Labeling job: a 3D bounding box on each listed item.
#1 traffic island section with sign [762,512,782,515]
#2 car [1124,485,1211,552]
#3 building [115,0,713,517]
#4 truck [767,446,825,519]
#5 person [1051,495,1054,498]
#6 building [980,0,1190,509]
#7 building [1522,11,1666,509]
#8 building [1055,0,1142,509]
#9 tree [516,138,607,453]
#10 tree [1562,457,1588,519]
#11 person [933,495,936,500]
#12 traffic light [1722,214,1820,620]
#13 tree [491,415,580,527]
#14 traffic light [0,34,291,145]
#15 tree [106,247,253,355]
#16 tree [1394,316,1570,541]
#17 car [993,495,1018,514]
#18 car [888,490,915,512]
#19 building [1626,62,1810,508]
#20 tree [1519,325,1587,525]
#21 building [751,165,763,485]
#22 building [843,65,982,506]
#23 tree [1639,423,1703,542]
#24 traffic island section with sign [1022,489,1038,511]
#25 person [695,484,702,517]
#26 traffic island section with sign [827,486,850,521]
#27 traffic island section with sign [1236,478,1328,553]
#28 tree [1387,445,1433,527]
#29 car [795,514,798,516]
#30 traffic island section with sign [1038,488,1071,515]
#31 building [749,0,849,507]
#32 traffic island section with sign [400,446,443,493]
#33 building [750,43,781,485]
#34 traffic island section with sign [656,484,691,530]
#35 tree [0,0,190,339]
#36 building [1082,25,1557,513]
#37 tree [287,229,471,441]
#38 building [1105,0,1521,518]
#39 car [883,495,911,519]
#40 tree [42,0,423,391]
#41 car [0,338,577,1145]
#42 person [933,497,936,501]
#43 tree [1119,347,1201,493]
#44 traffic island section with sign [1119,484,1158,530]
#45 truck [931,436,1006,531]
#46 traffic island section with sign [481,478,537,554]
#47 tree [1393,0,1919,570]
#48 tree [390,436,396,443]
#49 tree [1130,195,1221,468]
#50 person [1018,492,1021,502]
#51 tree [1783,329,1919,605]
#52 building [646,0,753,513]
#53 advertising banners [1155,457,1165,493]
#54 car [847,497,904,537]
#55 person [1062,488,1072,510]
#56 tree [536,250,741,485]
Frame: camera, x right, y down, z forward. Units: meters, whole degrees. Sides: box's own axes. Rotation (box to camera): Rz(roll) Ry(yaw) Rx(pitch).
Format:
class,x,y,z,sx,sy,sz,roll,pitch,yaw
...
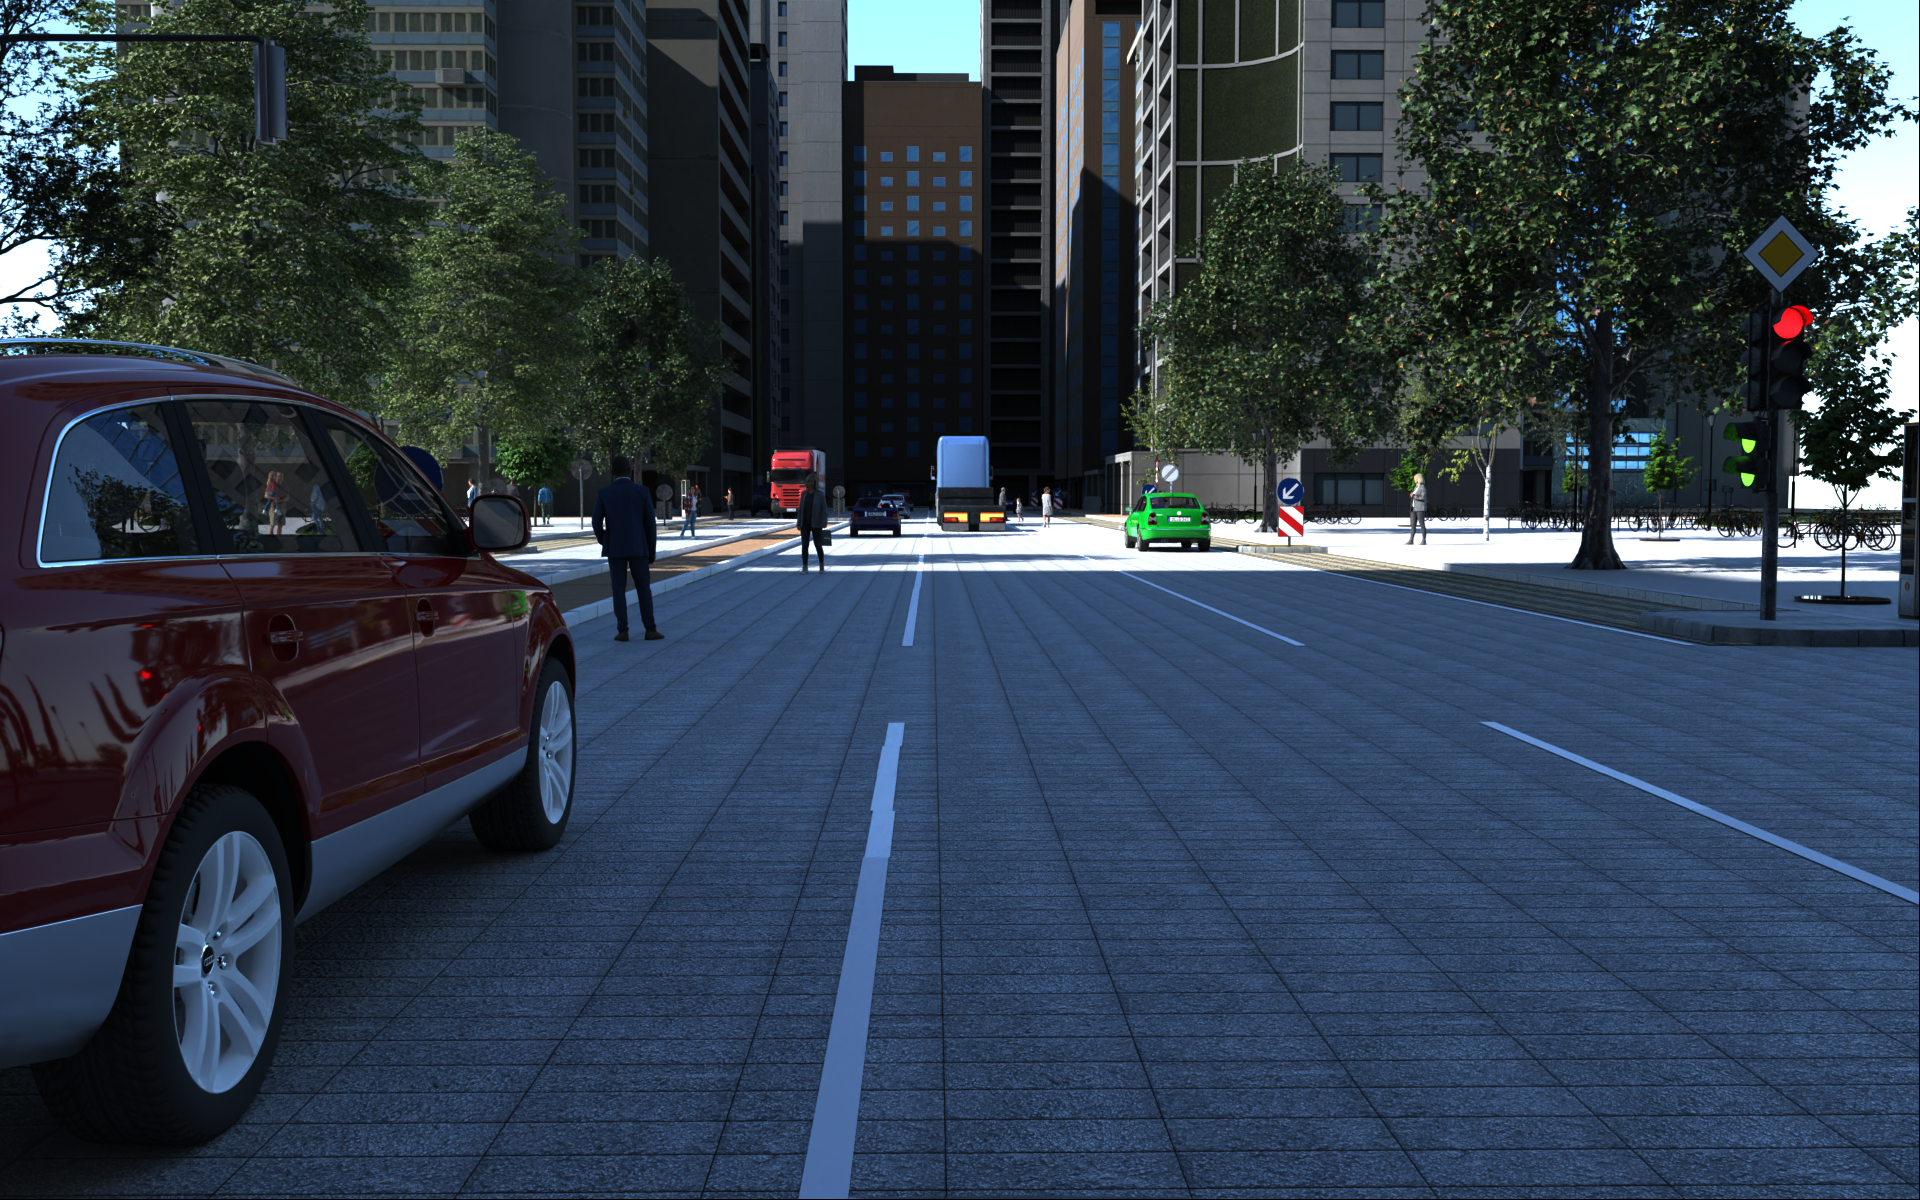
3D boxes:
class,x,y,z,sx,sy,sz,roll,pitch,yaw
traffic island section with sign,-12.613,-6.787,119.598,1.989,1.847,2.006,0,4,-1
car,5.297,-2.184,44.512,1.959,1.807,4.718,0,4,-1
building,-32.096,-25.234,104.459,32.217,40.220,23.993,0,4,-1
truck,-9.650,-7.009,103.510,2.839,4.237,11.283,0,4,0
person,9.647,-10.026,169.976,1.348,1.822,0.705,0,4,-8
building,12.560,-45.758,186.397,20.611,71.187,20.563,0,4,-1
building,45.877,-51.524,155.088,31.000,86.520,22.319,0,4,-1
building,16.282,-31.208,160.364,14.600,45.320,14.200,0,4,-1
tree,-14.505,-8.309,53.976,7.486,12.596,7.792,0,3,0
tree,31.607,-5.816,89.688,1.663,3.219,1.824,0,3,0
person,-1.683,-7.788,136.621,0.721,1.735,1.217,-3,5,-44
traffic light,8.223,-1.751,17.554,0.839,4.253,0.868,0,4,-1
tree,-16.652,-5.151,67.939,4.285,4.588,4.351,0,3,0
traffic light,-9.145,-2.607,17.291,4.771,5.953,1.251,0,4,-1
tree,-22.767,-6.075,49.689,4.737,8.622,4.395,0,3,0
tree,14.545,-5.930,47.319,4.737,8.622,4.395,0,3,0
car,3.349,-6.940,126.052,1.945,1.354,3.894,0,4,-2
car,-4.886,-8.266,143.816,2.281,1.827,5.304,0,4,-2
building,68.348,-29.204,161.073,14.086,41.232,14.154,0,4,-1
tree,25.035,-7.368,70.829,4.360,8.622,3.978,0,3,0
building,-24.354,-22.869,145.616,14.160,30.474,14.107,0,4,-1
building,-4.948,-32.697,184.706,14.200,45.320,14.600,0,4,-1
tree,18.978,-3.206,47.023,1.663,3.219,1.824,0,3,0
traffic island section with sign,6.159,-8.465,147.036,1.989,1.847,2.006,0,4,-1
person,-14.494,-5.478,95.635,0.705,1.821,1.348,-2,4,-30
traffic island section with sign,-6.481,-5.144,92.238,2.006,1.907,1.989,0,4,-1
traffic island section with sign,7.860,-2.078,42.604,1.989,1.847,2.006,0,4,-1
tree,17.693,-4.514,68.413,1.663,3.219,1.824,0,3,0
car,-10.061,-6.296,112.721,2.009,1.686,4.222,0,4,-1
traffic island section with sign,6.605,-6.792,119.675,1.989,1.847,2.006,0,4,-1
building,-26.197,-39.432,186.707,28.212,58.520,21.231,0,4,-1
traffic island section with sign,-5.246,-0.549,17.110,2.006,1.907,1.989,0,4,-1
building,-23.846,-29.140,160.032,14.086,41.232,14.154,0,4,-1
traffic island section with sign,-11.787,-3.694,69.030,1.989,1.847,2.006,0,4,-1
tree,-14.514,-5.475,23.931,8.767,10.594,7.601,2,4,29
building,25.673,-26.543,125.856,32.217,40.220,23.993,0,4,-1
tree,-23.067,-8.755,68.900,9.928,11.665,9.643,0,3,0
building,19.940,-40.587,101.847,20.563,71.187,20.611,0,4,-1
car,-3.812,-5.381,99.974,2.014,1.417,4.499,0,4,0
tree,-13.742,-7.048,33.364,7.486,12.596,7.792,0,3,0
car,-2.629,0.203,5.357,2.281,1.827,5.304,0,3,0
person,-1.516,-7.991,139.245,1.348,1.812,0.705,-2,4,-29
tree,10.053,-8.139,83.438,4.737,8.622,4.395,0,3,0
traffic island section with sign,7.420,-3.726,69.555,1.989,1.847,2.006,0,4,-1
truck,0.296,-5.191,74.626,2.967,4.110,18.799,0,4,-1
traffic island section with sign,-11.351,-2.039,41.961,1.989,1.847,2.006,0,4,-1
tree,11.046,-6.874,29.395,9.611,12.733,9.660,0,3,0
tree,-29.469,-6.369,87.851,4.285,4.588,4.351,0,3,0
tree,10.474,-8.596,57.553,9.611,12.733,9.660,0,3,0
person,5.447,-9.164,159.801,0.415,1.643,0.593,-1,4,-23
tree,10.600,-1.579,20.418,1.663,3.219,1.824,0,3,0
building,-27.114,-30.795,127.196,21.300,48.544,21.600,0,4,-1
advertising banners,9.198,-5.102,79.608,0.090,3.025,2.074,0,4,-5
car,-2.888,-2.849,59.163,1.945,1.354,3.894,0,4,-3
person,8.496,-8.185,140.578,1.217,1.736,0.721,1,4,14
tree,-15.175,-10.056,81.428,9.611,12.733,9.660,0,3,0
